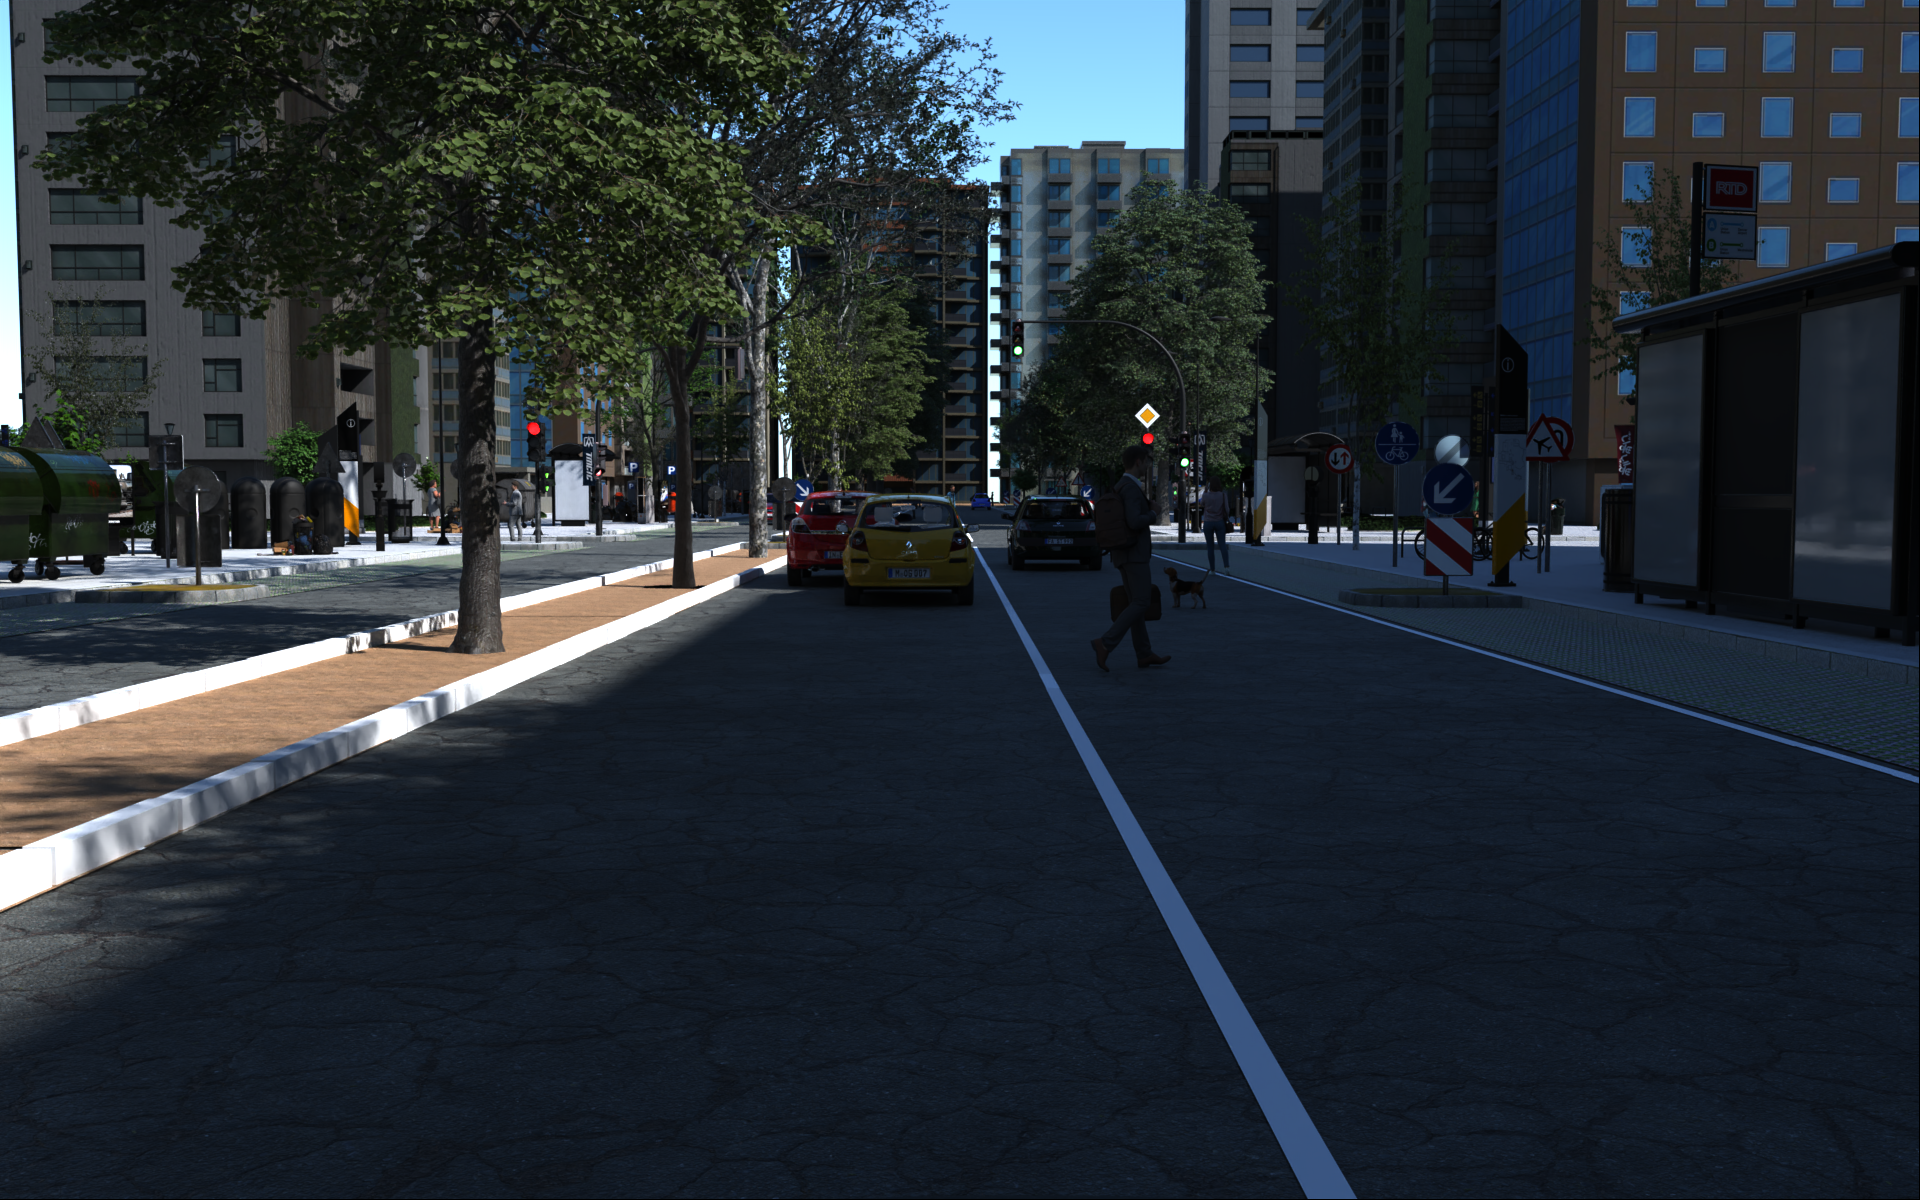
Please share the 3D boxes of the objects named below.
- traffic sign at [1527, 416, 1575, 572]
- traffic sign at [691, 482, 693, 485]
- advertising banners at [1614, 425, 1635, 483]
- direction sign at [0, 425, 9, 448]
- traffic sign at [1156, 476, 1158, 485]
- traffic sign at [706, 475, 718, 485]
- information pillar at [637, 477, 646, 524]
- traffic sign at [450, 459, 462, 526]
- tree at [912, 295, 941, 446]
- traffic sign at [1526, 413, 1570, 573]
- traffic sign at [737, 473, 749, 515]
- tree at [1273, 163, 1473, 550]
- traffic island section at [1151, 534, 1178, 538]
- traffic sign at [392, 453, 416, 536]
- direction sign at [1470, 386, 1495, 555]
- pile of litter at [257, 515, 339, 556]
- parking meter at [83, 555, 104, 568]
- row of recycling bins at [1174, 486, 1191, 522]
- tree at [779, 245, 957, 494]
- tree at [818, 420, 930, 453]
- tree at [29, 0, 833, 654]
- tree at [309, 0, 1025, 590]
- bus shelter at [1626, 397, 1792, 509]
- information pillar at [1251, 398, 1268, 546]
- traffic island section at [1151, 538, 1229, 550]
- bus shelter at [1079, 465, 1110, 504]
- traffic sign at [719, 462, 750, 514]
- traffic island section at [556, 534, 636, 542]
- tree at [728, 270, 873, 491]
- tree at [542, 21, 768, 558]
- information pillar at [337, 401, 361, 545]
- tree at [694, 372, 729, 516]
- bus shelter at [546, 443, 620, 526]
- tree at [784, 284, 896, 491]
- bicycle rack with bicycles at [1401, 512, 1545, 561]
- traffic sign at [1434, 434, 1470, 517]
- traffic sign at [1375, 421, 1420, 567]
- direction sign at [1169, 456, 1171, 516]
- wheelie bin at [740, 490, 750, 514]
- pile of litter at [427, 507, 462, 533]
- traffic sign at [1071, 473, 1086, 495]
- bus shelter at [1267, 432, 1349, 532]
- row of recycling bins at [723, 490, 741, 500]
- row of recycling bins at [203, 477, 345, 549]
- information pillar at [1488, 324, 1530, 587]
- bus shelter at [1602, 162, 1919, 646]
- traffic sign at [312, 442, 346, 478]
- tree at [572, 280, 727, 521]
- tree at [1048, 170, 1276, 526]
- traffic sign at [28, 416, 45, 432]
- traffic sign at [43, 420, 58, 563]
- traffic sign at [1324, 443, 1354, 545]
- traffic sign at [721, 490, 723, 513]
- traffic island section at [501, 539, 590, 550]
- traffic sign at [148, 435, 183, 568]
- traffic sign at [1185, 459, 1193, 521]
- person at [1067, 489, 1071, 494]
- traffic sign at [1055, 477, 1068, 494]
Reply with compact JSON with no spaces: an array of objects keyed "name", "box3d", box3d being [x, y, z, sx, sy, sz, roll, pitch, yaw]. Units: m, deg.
[{"name":"traffic sign","box3d":[9.681,-1.735,28.479,0.768,2.556,0.104,0,4,5]},{"name":"traffic sign","box3d":[-16.747,-6.476,105.881,0.884,2.594,0.081,0,4,4]},{"name":"advertising banners","box3d":[17.460,-2.888,43.406,2.074,3.025,0.090,2,4,26]},{"name":"direction sign","box3d":[-31.364,-3.954,56.648,0.876,3.537,0.379,2,4,26]},{"name":"traffic sign","box3d":[11.201,-5.763,96.354,0.606,2.300,0.079,0,4,4]},{"name":"traffic sign","box3d":[-15.546,-6.633,108.560,0.768,2.556,0.104,0,4,7]},{"name":"information pillar","box3d":[-13.684,-4.278,74.440,0.304,2.012,0.304,0,4,4]},{"name":"traffic sign","box3d":[-17.890,-3.788,62.038,0.768,2.556,0.104,0,4,5]},{"name":"tree","box3d":[-4.778,-9.745,79.922,7.486,12.596,7.792,0,3,0]},{"name":"traffic sign","box3d":[9.364,-1.708,27.934,0.884,2.594,0.081,0,4,2]},{"name":"traffic sign","box3d":[-13.404,-6.527,106.822,0.768,2.556,0.104,0,4,6]},{"name":"tree","box3d":[9.320,-5.449,39.446,4.737,8.622,4.395,0,3,0]},{"name":"traffic island section","box3d":[5.790,-1.914,53.576,2.009,0.180,2.903,0,4,0]},{"name":"traffic sign","box3d":[-17.166,-3.267,53.516,0.768,2.556,0.104,0,4,6]},{"name":"direction sign","box3d":[11.051,-2.719,36.454,0.876,3.537,0.379,-2,4,-31]},{"name":"pile of litter","box3d":[-14.004,-1.383,36.585,1.719,0.858,1.176,-2,4,-26]},{"name":"parking meter","box3d":[-15.217,-1.509,30.379,0.255,1.863,0.399,-1,4,-10]},{"name":"row of recycling bins","box3d":[10.461,-4.466,80.138,1.069,1.692,3.534,1,4,14]},{"name":"tree","box3d":[-4.648,-11.004,89.027,9.857,13.997,8.962,0,3,0]},{"name":"tree","box3d":[-5.602,-10.819,113.755,8.767,10.594,7.601,0,4,0]},{"name":"tree","box3d":[-4.440,-5.815,15.658,7.486,12.596,7.792,0,3,0]},{"name":"tree","box3d":[-4.146,-6.901,25.656,12.009,13.543,11.850,0,3,0]},{"name":"bus shelter","box3d":[12.103,-1.971,26.145,2.014,3.302,5.546,0,4,0]},{"name":"information pillar","box3d":[7.394,-3.137,42.638,0.183,3.616,0.504,3,5,41]},{"name":"traffic island section","box3d":[5.854,-1.426,45.591,2.009,0.180,2.903,0,4,0]},{"name":"bus shelter","box3d":[8.586,-6.916,107.003,2.014,3.302,5.546,0,4,0]},{"name":"traffic sign","box3d":[-14.113,-7.068,109.436,2.265,3.308,0.079,0,4,8]},{"name":"traffic island section","box3d":[-11.151,-1.906,53.444,2.009,0.180,2.903,0,4,0]},{"name":"tree","box3d":[-4.832,-6.281,55.509,4.737,8.622,4.395,0,3,0]},{"name":"tree","box3d":[-5.749,-11.056,39.105,12.611,20.169,13.585,0,3,0]},{"name":"information pillar","box3d":[-15.427,-3.201,43.694,0.504,3.616,0.183,-2,4,-32]},{"name":"tree","box3d":[-13.592,-9.157,100.079,4.737,8.622,4.395,0,3,0]},{"name":"bus shelter","box3d":[-15.478,-4.731,71.277,2.014,3.302,5.546,0,4,-1]},{"name":"tree","box3d":[-4.247,-6.571,60.253,4.360,8.622,3.978,0,3,0]},{"name":"bicycle rack with bicycles","box3d":[10.037,-1.263,34.030,2.925,0.926,2.852,0,4,-3]},{"name":"traffic sign","box3d":[10.498,-2.257,37.003,0.768,2.556,0.104,0,4,7]},{"name":"traffic sign","box3d":[7.667,-1.856,30.452,0.768,2.556,0.104,0,4,6]},{"name":"direction sign","box3d":[12.249,-6.737,102.153,0.379,3.537,0.876,-1,4,-15]},{"name":"wheelie bin","box3d":[-13.663,-6.338,111.541,0.980,1.594,0.693,-1,4,-14]},{"name":"pile of litter","box3d":[-16.804,-2.631,56.985,1.176,0.858,1.719,-3,5,-44]},{"name":"traffic sign","box3d":[7.130,-6.384,104.381,0.884,2.594,0.081,0,3,0]},{"name":"bus shelter","box3d":[11.684,-3.989,59.148,2.014,3.302,5.546,0,4,0]},{"name":"row of recycling bins","box3d":[-16.084,-7.309,126.619,3.534,1.692,1.069,1,4,9]},{"name":"row of recycling bins","box3d":[-16.386,-2.077,41.066,3.534,1.692,1.069,-3,5,-40]},{"name":"information pillar","box3d":[7.606,-1.996,23.983,0.504,3.616,0.183,-1,4,-20]},{"name":"bus shelter","box3d":[8.719,-2.512,18.705,2.179,5.291,8.768,0,4,-1]},{"name":"traffic sign","box3d":[-15.777,-2.647,43.275,0.884,2.594,0.081,0,4,7]},{"name":"tree","box3d":[-14.778,-9.637,83.324,9.928,11.665,9.643,0,3,0]},{"name":"tree","box3d":[8.286,-9.977,69.786,9.857,13.997,8.962,0,3,0]},{"name":"traffic sign","box3d":[-15.468,-1.776,29.047,0.884,2.594,0.081,0,4,6]},{"name":"traffic sign","box3d":[-16.023,-1.863,30.461,0.884,2.594,0.081,0,4,2]},{"name":"traffic sign","box3d":[9.569,-2.666,43.689,0.768,2.556,0.104,0,4,6]},{"name":"traffic sign","box3d":[-15.759,-7.009,114.706,0.768,2.556,0.104,1,4,9]},{"name":"traffic island section","box3d":[-11.087,-1.418,45.459,2.009,0.180,2.903,0,4,0]},{"name":"traffic sign","box3d":[-13.770,-1.708,30.059,0.606,2.300,0.079,0,4,3]},{"name":"traffic sign","box3d":[8.403,-3.822,62.596,0.768,2.556,0.104,0,4,5]},{"name":"person","box3d":[9.128,-8.334,143.129,0.721,1.723,1.217,2,4,26]},{"name":"traffic sign","box3d":[7.237,-7.556,123.539,0.884,2.594,0.081,1,4,9]}]
